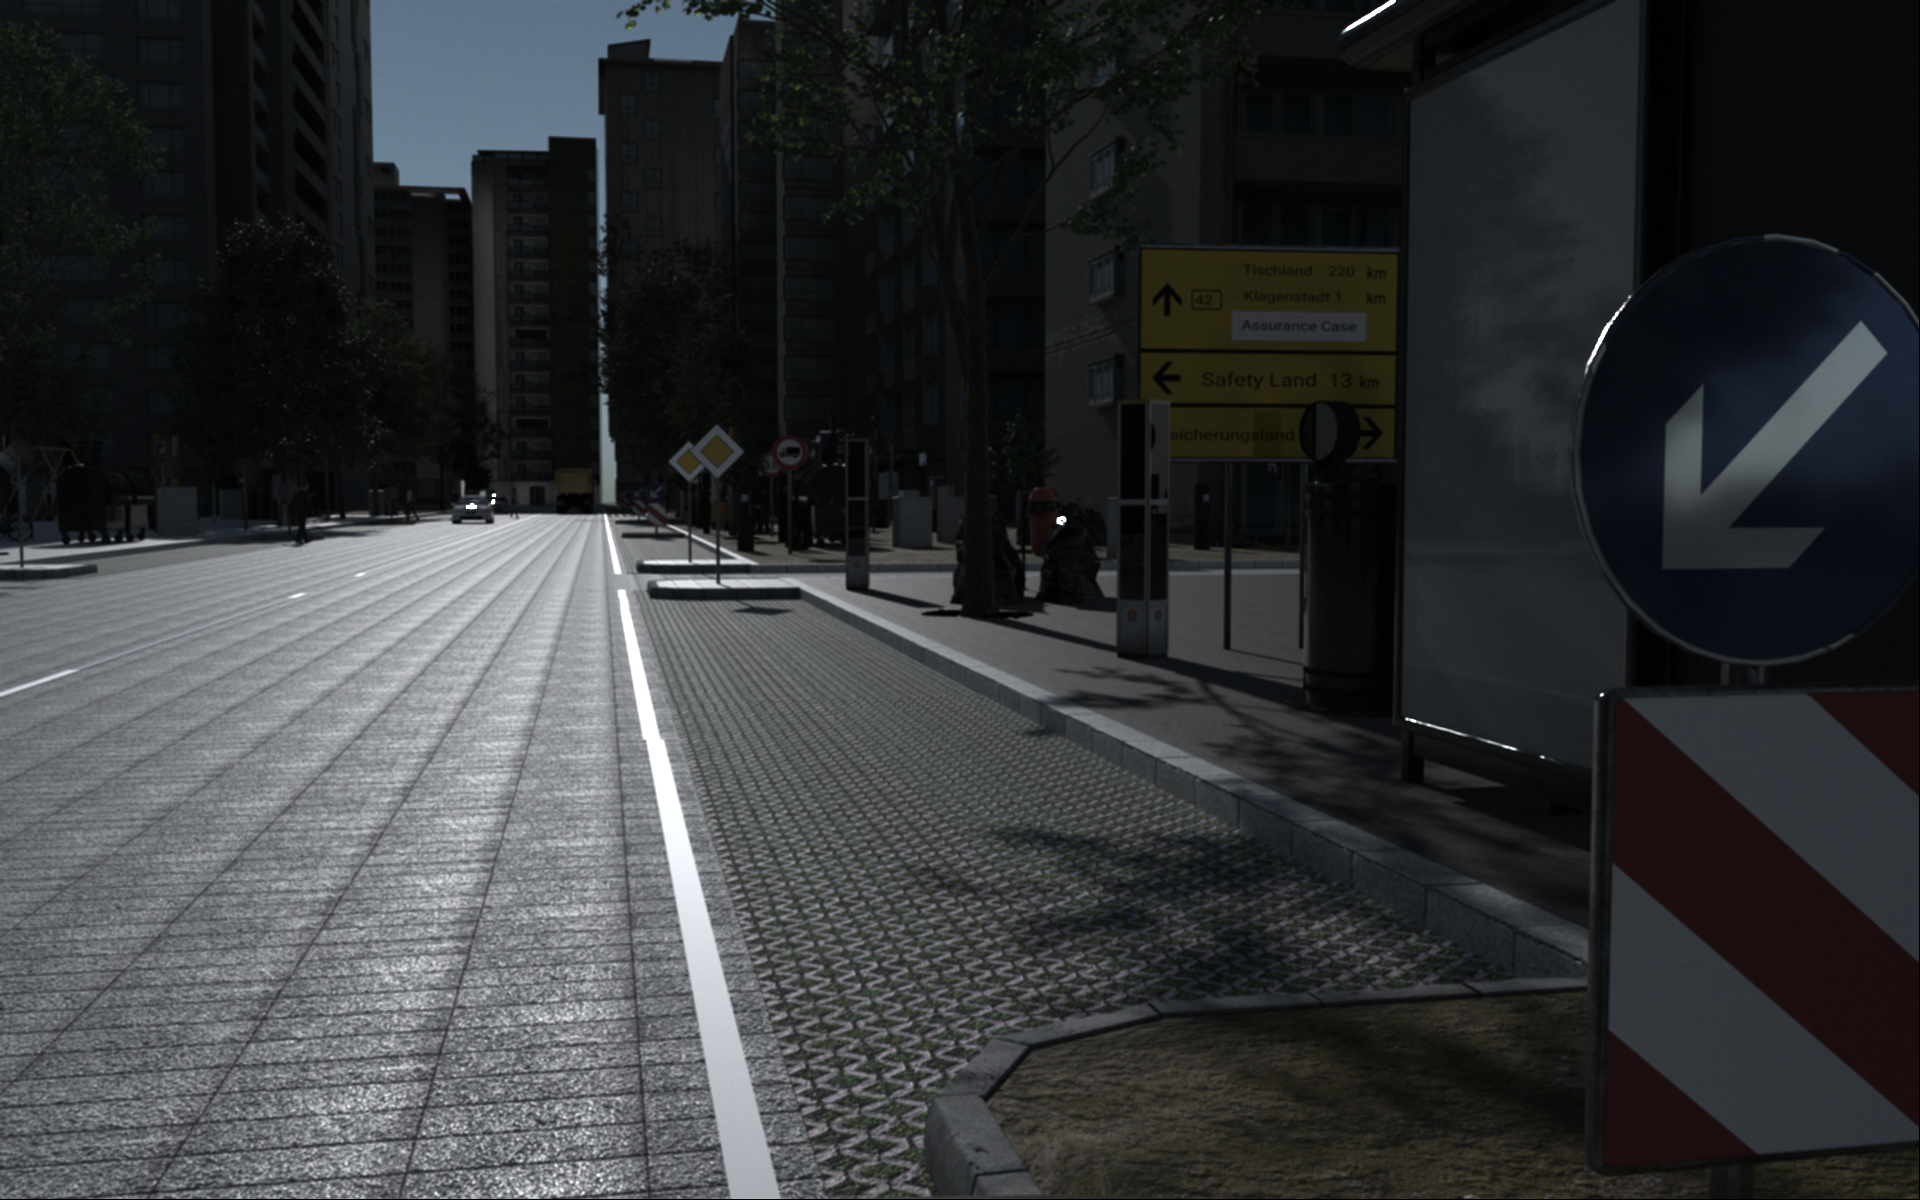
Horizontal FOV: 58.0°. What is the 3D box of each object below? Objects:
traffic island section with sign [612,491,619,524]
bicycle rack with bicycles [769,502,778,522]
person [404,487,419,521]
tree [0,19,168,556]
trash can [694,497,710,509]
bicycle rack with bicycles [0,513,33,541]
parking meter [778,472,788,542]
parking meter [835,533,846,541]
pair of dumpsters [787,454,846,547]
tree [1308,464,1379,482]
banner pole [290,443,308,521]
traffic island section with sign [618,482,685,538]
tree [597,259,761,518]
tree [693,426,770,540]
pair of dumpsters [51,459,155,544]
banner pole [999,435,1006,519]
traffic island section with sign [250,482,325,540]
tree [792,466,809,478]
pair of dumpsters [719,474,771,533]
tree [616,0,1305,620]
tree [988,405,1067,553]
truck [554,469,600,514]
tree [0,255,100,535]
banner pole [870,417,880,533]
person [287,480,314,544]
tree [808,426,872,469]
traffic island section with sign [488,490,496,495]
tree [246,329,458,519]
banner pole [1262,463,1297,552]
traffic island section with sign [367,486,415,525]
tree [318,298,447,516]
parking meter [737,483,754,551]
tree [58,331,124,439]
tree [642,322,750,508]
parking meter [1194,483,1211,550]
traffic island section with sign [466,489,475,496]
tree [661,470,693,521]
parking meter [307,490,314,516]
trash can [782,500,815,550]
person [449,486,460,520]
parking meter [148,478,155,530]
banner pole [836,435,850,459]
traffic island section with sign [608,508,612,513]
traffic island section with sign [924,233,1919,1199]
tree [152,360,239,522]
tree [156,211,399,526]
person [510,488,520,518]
[{"bbox_3d":[-15.560,-4.563,83.230,1.989,1.847,2.006,-1,4,-12],"label":"traffic island section with sign"},{"bbox_3d":[-9.470,-4.125,80.832,2.925,0.926,2.852,-1,4,-22],"label":"bicycle rack with bicycles"},{"bbox_3d":[-28.910,-5.058,91.297,0.850,1.850,0.679,1,4,16],"label":"person"},{"bbox_3d":[-20.618,-6.750,36.113,9.928,11.665,9.643,0,3,0],"label":"tree"},{"bbox_3d":[-11.538,-4.027,77.489,0.748,1.137,0.748,0,3,0],"label":"trash can"},{"bbox_3d":[-26.574,-2.064,47.126,2.925,0.926,2.852,0,4,6],"label":"bicycle rack with bicycles"},{"bbox_3d":[-4.649,-2.480,46.256,0.399,1.863,0.255,-1,4,-16],"label":"parking meter"},{"bbox_3d":[-3.256,-2.568,47.701,0.399,1.863,0.255,2,4,24],"label":"parking meter"},{"bbox_3d":[-3.367,-2.526,43.801,1.574,2.255,4.437,-1,4,-12],"label":"pair of dumpsters"},{"bbox_3d":[8.805,-2.721,39.087,1.663,3.219,1.824,0,3,0],"label":"tree"},{"bbox_3d":[-31.969,-5.729,83.680,0.863,3.779,0.401,-3,4,-38],"label":"banner pole"},{"bbox_3d":[-10.093,-2.948,56.833,1.989,1.847,2.006,-1,4,-12],"label":"traffic island section with sign"},{"bbox_3d":[-15.142,-11.442,93.731,9.857,13.997,8.962,0,3,0],"label":"tree"},{"bbox_3d":[-6.372,-3.336,49.151,1.663,3.219,1.824,0,3,0],"label":"tree"},{"bbox_3d":[-22.848,-2.675,46.231,1.574,2.255,4.437,-1,4,-12],"label":"pair of dumpsters"},{"bbox_3d":[1.943,-5.136,73.986,0.863,3.779,0.401,-1,4,-8],"label":"banner pole"},{"bbox_3d":[-21.099,-2.801,54.420,1.989,1.847,2.006,-1,4,-12],"label":"traffic island section with sign"},{"bbox_3d":[-9.419,-6.650,103.323,1.663,3.219,1.824,0,3,0],"label":"tree"},{"bbox_3d":[-7.329,-3.481,59.415,1.574,2.255,4.437,-1,4,-12],"label":"pair of dumpsters"},{"bbox_3d":[0.028,-5.635,17.882,9.928,11.665,9.643,0,3,0],"label":"tree"},{"bbox_3d":[1.232,-2.650,37.930,1.663,3.219,1.824,0,3,0],"label":"tree"},{"bbox_3d":[-29.007,-8.243,130.696,3.469,3.379,9.791,-1,4,-10],"label":"truck"},{"bbox_3d":[-29.259,-6.344,54.086,4.360,8.622,3.978,0,3,0],"label":"tree"},{"bbox_3d":[-2.765,-4.052,56.260,0.401,3.779,0.863,-1,4,-12],"label":"banner pole"},{"bbox_3d":[-19.032,-2.567,50.250,0.659,1.850,0.755,2,4,27],"label":"person"},{"bbox_3d":[-5.730,-6.089,83.271,4.285,4.588,4.351,0,3,0],"label":"tree"},{"bbox_3d":[-42.481,-9.104,157.485,1.989,1.847,2.006,-1,4,-12],"label":"traffic island section with sign"},{"bbox_3d":[-32.302,-9.506,89.835,7.601,10.594,8.767,3,4,38],"label":"tree"},{"bbox_3d":[7.146,-2.982,38.768,0.863,3.779,0.401,2,4,30],"label":"banner pole"},{"bbox_3d":[-26.670,-4.444,81.281,1.989,1.847,2.006,-1,4,-12],"label":"traffic island section with sign"},{"bbox_3d":[-33.825,-11.160,100.592,7.486,12.596,7.792,0,3,0],"label":"tree"},{"bbox_3d":[-4.827,-1.870,38.984,0.372,1.533,0.369,0,3,0],"label":"parking meter"},{"bbox_3d":[-40.783,-7.890,79.358,4.737,8.622,4.395,0,3,0],"label":"tree"},{"bbox_3d":[-11.026,-7.509,73.133,4.737,8.622,4.395,0,3,0],"label":"tree"},{"bbox_3d":[5.597,-1.934,40.028,0.372,1.533,0.369,0,3,0],"label":"parking meter"},{"bbox_3d":[-36.932,-7.474,130.825,1.989,1.847,2.006,-1,4,-12],"label":"traffic island section with sign"},{"bbox_3d":[-12.657,-5.310,81.414,1.663,3.219,1.824,0,3,0],"label":"tree"},{"bbox_3d":[-37.214,-5.556,99.244,0.372,1.533,0.369,0,3,0],"label":"parking meter"},{"bbox_3d":[-3.694,-1.708,39.578,0.748,1.137,0.748,0,3,0],"label":"trash can"},{"bbox_3d":[-26.997,-5.155,92.566,0.755,1.850,0.659,-2,4,-32],"label":"person"},{"bbox_3d":[-28.820,-3.433,61.839,0.255,1.863,0.399,-1,4,-16],"label":"parking meter"},{"bbox_3d":[-4.962,-5.111,73.576,0.863,3.779,0.401,0,4,0],"label":"banner pole"},{"bbox_3d":[-25.721,-7.561,132.247,1.989,1.847,2.006,-1,4,-12],"label":"traffic island section with sign"},{"bbox_3d":[0.984,0.319,3.406,1.989,1.847,2.006,-1,4,-12],"label":"traffic island section with sign"},{"bbox_3d":[-34.562,-7.896,79.460,4.360,8.622,3.978,0,3,0],"label":"tree"},{"bbox_3d":[-27.735,-9.403,70.749,9.611,12.733,9.660,0,3,0],"label":"tree"},{"bbox_3d":[-26.697,-5.816,103.693,0.778,1.811,0.616,2,4,31],"label":"person"}]
